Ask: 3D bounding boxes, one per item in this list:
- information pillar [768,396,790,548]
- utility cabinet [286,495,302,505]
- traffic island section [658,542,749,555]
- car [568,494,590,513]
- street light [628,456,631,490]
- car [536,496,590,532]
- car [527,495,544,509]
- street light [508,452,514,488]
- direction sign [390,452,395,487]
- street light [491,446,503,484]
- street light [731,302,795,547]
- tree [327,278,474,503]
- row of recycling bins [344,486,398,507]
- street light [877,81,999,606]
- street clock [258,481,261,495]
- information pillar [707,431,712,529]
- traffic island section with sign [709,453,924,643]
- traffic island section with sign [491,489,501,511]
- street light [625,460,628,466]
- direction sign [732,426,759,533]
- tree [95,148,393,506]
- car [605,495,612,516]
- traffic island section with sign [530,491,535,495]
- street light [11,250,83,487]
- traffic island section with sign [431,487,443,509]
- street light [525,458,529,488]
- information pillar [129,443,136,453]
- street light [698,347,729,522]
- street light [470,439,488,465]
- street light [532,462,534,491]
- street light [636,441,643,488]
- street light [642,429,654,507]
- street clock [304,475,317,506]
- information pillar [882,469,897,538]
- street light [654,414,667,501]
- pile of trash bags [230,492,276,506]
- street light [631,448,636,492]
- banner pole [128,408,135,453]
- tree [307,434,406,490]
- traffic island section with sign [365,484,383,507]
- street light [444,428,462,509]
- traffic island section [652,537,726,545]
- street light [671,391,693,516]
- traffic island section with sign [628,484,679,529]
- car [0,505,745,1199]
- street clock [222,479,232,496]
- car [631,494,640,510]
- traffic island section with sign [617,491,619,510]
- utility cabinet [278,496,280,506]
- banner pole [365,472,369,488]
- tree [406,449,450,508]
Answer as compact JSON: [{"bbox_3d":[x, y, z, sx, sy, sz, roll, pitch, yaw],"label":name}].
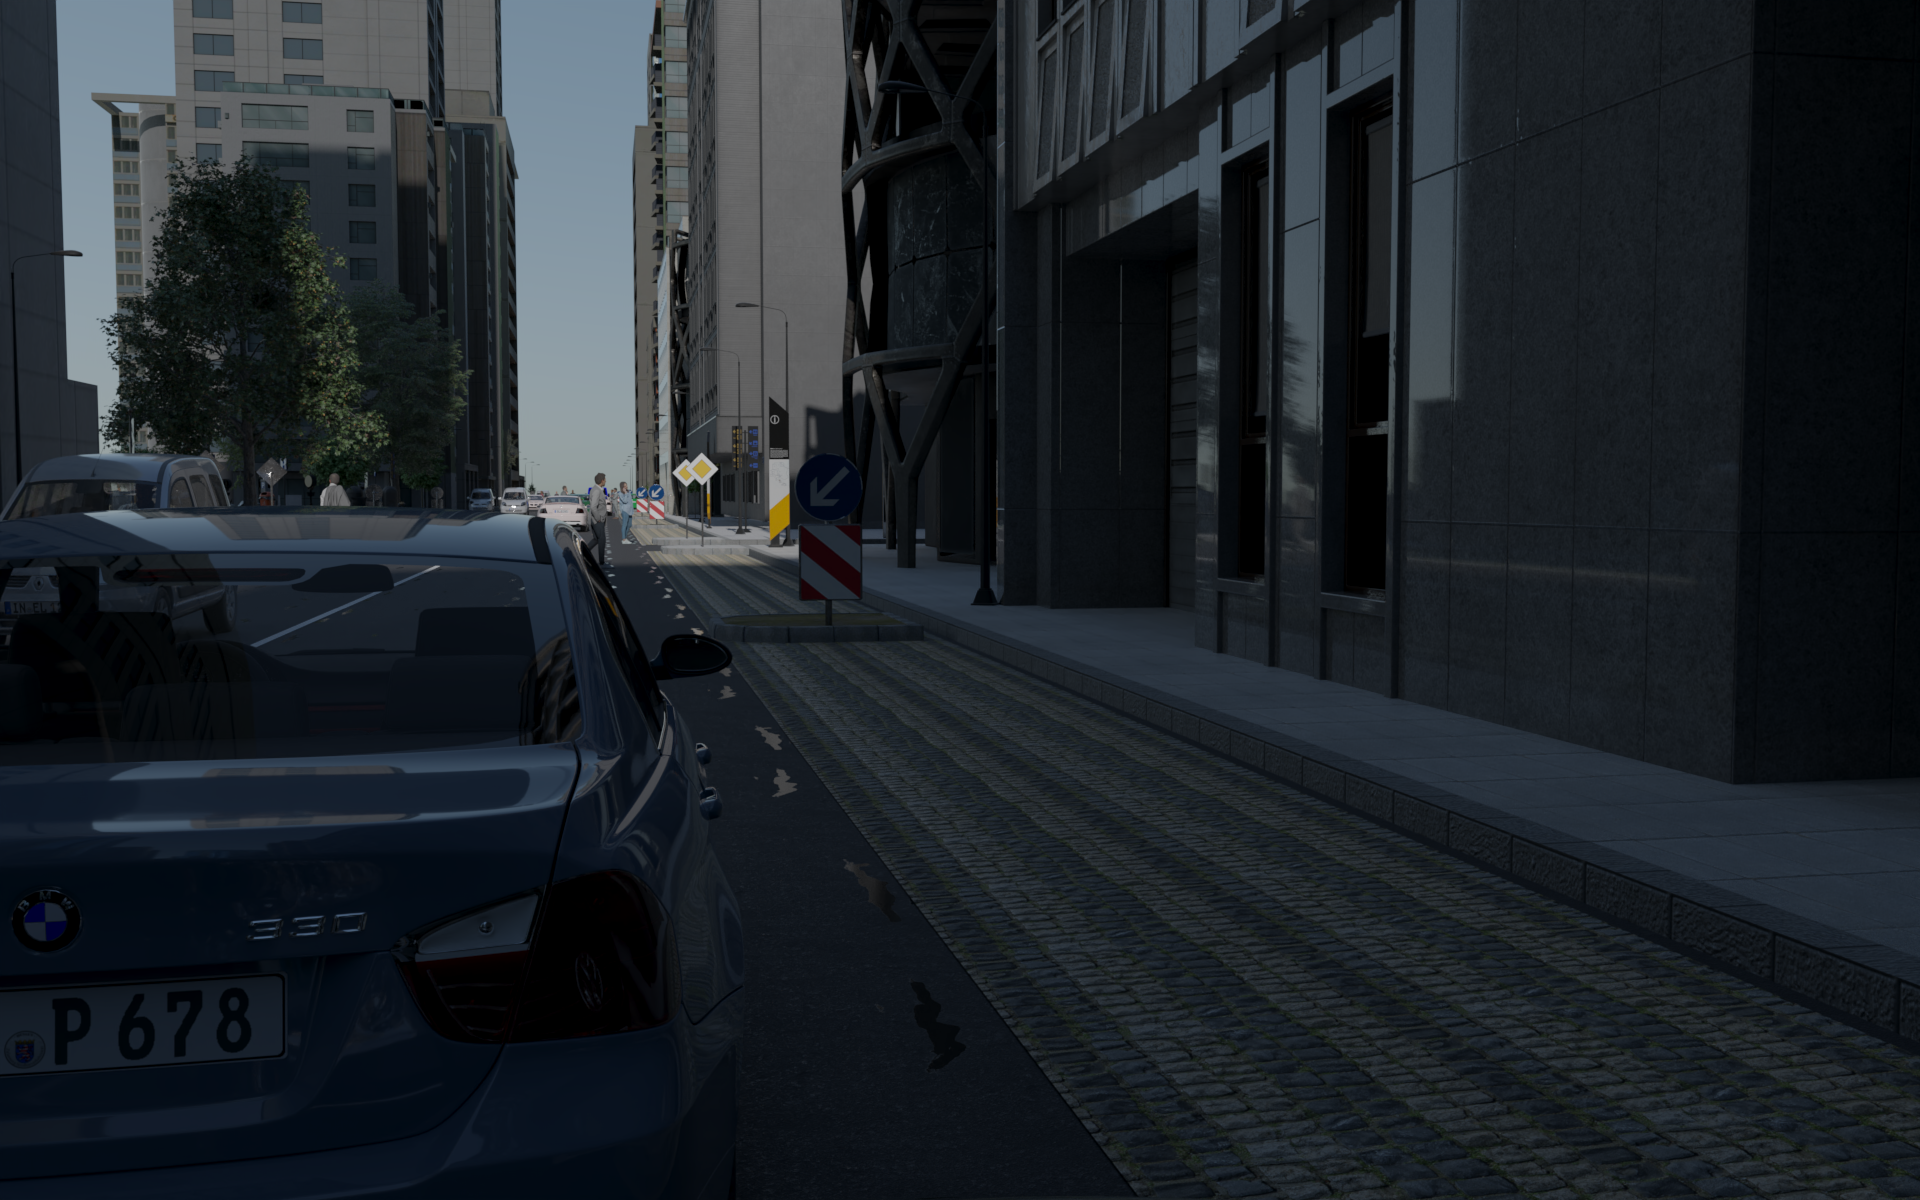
[{"bbox_3d":[-4.340,-3.065,41.467,0.504,3.616,0.183,0,4,-1],"label":"information pillar"},{"bbox_3d":[-43.444,-6.220,112.857,1.020,1.237,0.306,-2,4,-32],"label":"utility cabinet"},{"bbox_3d":[-6.224,-1.208,42.028,2.009,0.180,2.903,-1,4,-12],"label":"traffic island section"},{"bbox_3d":[-21.239,-5.193,96.704,2.131,1.459,4.920,-1,4,-11],"label":"car"},{"bbox_3d":[-36.986,-13.828,198.631,1.470,5.913,1.316,-1,4,-12],"label":"street light"},{"bbox_3d":[-15.249,-3.320,66.636,2.083,1.381,4.827,-1,4,-11],"label":"car"},{"bbox_3d":[-35.886,-8.174,146.002,2.083,1.381,4.827,-1,4,-13],"label":"car"},{"bbox_3d":[-49.770,-13.330,190.487,1.470,5.913,1.316,-1,4,-12],"label":"street light"},{"bbox_3d":[-30.463,-6.180,93.041,0.379,3.537,0.876,0,4,-7],"label":"direction sign"},{"bbox_3d":[-45.192,-11.947,167.881,1.470,5.913,1.316,-1,4,-12],"label":"street light"},{"bbox_3d":[-4.751,-4.261,42.205,1.470,5.913,1.316,-1,4,-12],"label":"street light"},{"bbox_3d":[-33.229,-11.931,101.724,9.857,13.997,8.962,0,3,0],"label":"tree"},{"bbox_3d":[-30.616,-5.007,88.977,3.534,1.692,1.069,0,4,3],"label":"row of recycling bins"},{"bbox_3d":[-0.240,-2.888,19.768,1.470,5.913,1.316,-1,4,-12],"label":"street light"},{"bbox_3d":[-37.901,-5.473,94.058,0.358,2.002,0.471,-3,4,-38],"label":"street clock"},{"bbox_3d":[-9.346,-4.469,64.427,0.183,3.616,0.504,0,4,-4],"label":"information pillar"},{"bbox_3d":[-1.524,-0.545,17.531,1.989,1.847,2.006,-1,4,-12],"label":"traffic island section with sign"},{"bbox_3d":[-38.784,-8.278,143.981,1.989,1.847,2.006,-1,4,-12],"label":"traffic island section with sign"},{"bbox_3d":[-39.892,-14.627,211.689,1.470,5.913,1.316,-1,4,-12],"label":"street light"},{"bbox_3d":[-7.132,-4.011,57.572,0.876,3.537,0.379,-1,4,-15],"label":"direction sign"},{"bbox_3d":[-23.931,-8.611,57.802,9.611,12.733,9.660,0,3,0],"label":"tree"},{"bbox_3d":[-24.044,-6.266,114.809,2.083,1.381,4.827,-1,4,-13],"label":"car"},{"bbox_3d":[-55.606,-13.273,225.640,1.989,1.847,2.006,-1,4,-12],"label":"traffic island section with sign"},{"bbox_3d":[-17.386,-3.698,33.006,1.470,5.913,1.316,-1,4,-12],"label":"street light"},{"bbox_3d":[-28.792,-5.315,95.534,1.989,1.847,2.006,-1,4,-12],"label":"traffic island section with sign"},{"bbox_3d":[-57.128,-15.496,225.897,1.470,5.913,1.316,-1,4,-12],"label":"street light"},{"bbox_3d":[-37.095,-5.283,77.726,0.504,3.616,0.183,3,5,41],"label":"information pillar"},{"bbox_3d":[-7.537,-5.040,54.945,1.470,5.913,1.316,-1,4,-12],"label":"street light"},{"bbox_3d":[-40.563,-10.577,145.468,1.470,5.913,1.316,-1,4,-12],"label":"street light"},{"bbox_3d":[-61.774,-16.883,248.579,1.470,5.913,1.316,-1,4,-12],"label":"street light"},{"bbox_3d":[-27.534,-11.026,152.810,1.470,5.913,1.316,-1,4,-12],"label":"street light"},{"bbox_3d":[-22.934,-9.654,130.391,1.470,5.913,1.316,-1,4,-12],"label":"street light"},{"bbox_3d":[-24.437,-3.708,65.203,0.471,2.002,0.358,2,4,32],"label":"street clock"},{"bbox_3d":[-2.048,-2.807,50.385,0.304,2.012,0.304,2,4,28],"label":"information pillar"},{"bbox_3d":[-16.929,-7.859,101.041,1.470,5.913,1.316,-1,4,-12],"label":"street light"},{"bbox_3d":[-28.934,-3.667,69.710,3.447,1.369,1.912,1,4,23],"label":"pile of trash bags"},{"bbox_3d":[-32.251,-12.395,175.205,1.470,5.913,1.316,-1,4,-12],"label":"street light"},{"bbox_3d":[-24.123,-3.701,50.535,0.401,3.779,0.863,-2,4,-32],"label":"banner pole"},{"bbox_3d":[-28.923,-5.924,80.569,4.285,4.588,4.351,0,3,0],"label":"tree"},{"bbox_3d":[-23.339,-3.695,69.046,1.989,1.847,2.006,-1,4,-12],"label":"traffic island section with sign"},{"bbox_3d":[-35.860,-9.165,122.391,1.470,5.913,1.316,-1,4,-12],"label":"street light"},{"bbox_3d":[-7.836,-1.686,49.849,2.009,0.180,2.903,-1,4,-12],"label":"traffic island section"},{"bbox_3d":[-12.299,-6.487,78.608,1.470,5.913,1.316,-1,4,-12],"label":"street light"},{"bbox_3d":[-12.779,-3.889,72.215,1.989,1.847,2.006,-1,4,-12],"label":"traffic island section with sign"},{"bbox_3d":[-1.521,0.479,4.176,2.014,1.417,4.499,-1,4,-12],"label":"car"},{"bbox_3d":[-35.066,-4.786,82.821,0.471,2.002,0.358,1,4,16],"label":"street clock"},{"bbox_3d":[-26.119,-7.886,137.736,1.959,1.807,4.718,-1,4,-12],"label":"car"},{"bbox_3d":[-28.344,-8.504,147.666,1.989,1.847,2.006,-1,4,-12],"label":"traffic island section with sign"},{"bbox_3d":[-36.537,-4.944,91.999,0.306,1.237,1.020,1,4,15],"label":"utility cabinet"},{"bbox_3d":[-37.183,-7.254,108.612,0.401,3.779,0.863,-3,5,-39],"label":"banner pole"},{"bbox_3d":[-35.548,-8.012,114.709,4.285,4.588,4.351,0,3,0],"label":"tree"}]
